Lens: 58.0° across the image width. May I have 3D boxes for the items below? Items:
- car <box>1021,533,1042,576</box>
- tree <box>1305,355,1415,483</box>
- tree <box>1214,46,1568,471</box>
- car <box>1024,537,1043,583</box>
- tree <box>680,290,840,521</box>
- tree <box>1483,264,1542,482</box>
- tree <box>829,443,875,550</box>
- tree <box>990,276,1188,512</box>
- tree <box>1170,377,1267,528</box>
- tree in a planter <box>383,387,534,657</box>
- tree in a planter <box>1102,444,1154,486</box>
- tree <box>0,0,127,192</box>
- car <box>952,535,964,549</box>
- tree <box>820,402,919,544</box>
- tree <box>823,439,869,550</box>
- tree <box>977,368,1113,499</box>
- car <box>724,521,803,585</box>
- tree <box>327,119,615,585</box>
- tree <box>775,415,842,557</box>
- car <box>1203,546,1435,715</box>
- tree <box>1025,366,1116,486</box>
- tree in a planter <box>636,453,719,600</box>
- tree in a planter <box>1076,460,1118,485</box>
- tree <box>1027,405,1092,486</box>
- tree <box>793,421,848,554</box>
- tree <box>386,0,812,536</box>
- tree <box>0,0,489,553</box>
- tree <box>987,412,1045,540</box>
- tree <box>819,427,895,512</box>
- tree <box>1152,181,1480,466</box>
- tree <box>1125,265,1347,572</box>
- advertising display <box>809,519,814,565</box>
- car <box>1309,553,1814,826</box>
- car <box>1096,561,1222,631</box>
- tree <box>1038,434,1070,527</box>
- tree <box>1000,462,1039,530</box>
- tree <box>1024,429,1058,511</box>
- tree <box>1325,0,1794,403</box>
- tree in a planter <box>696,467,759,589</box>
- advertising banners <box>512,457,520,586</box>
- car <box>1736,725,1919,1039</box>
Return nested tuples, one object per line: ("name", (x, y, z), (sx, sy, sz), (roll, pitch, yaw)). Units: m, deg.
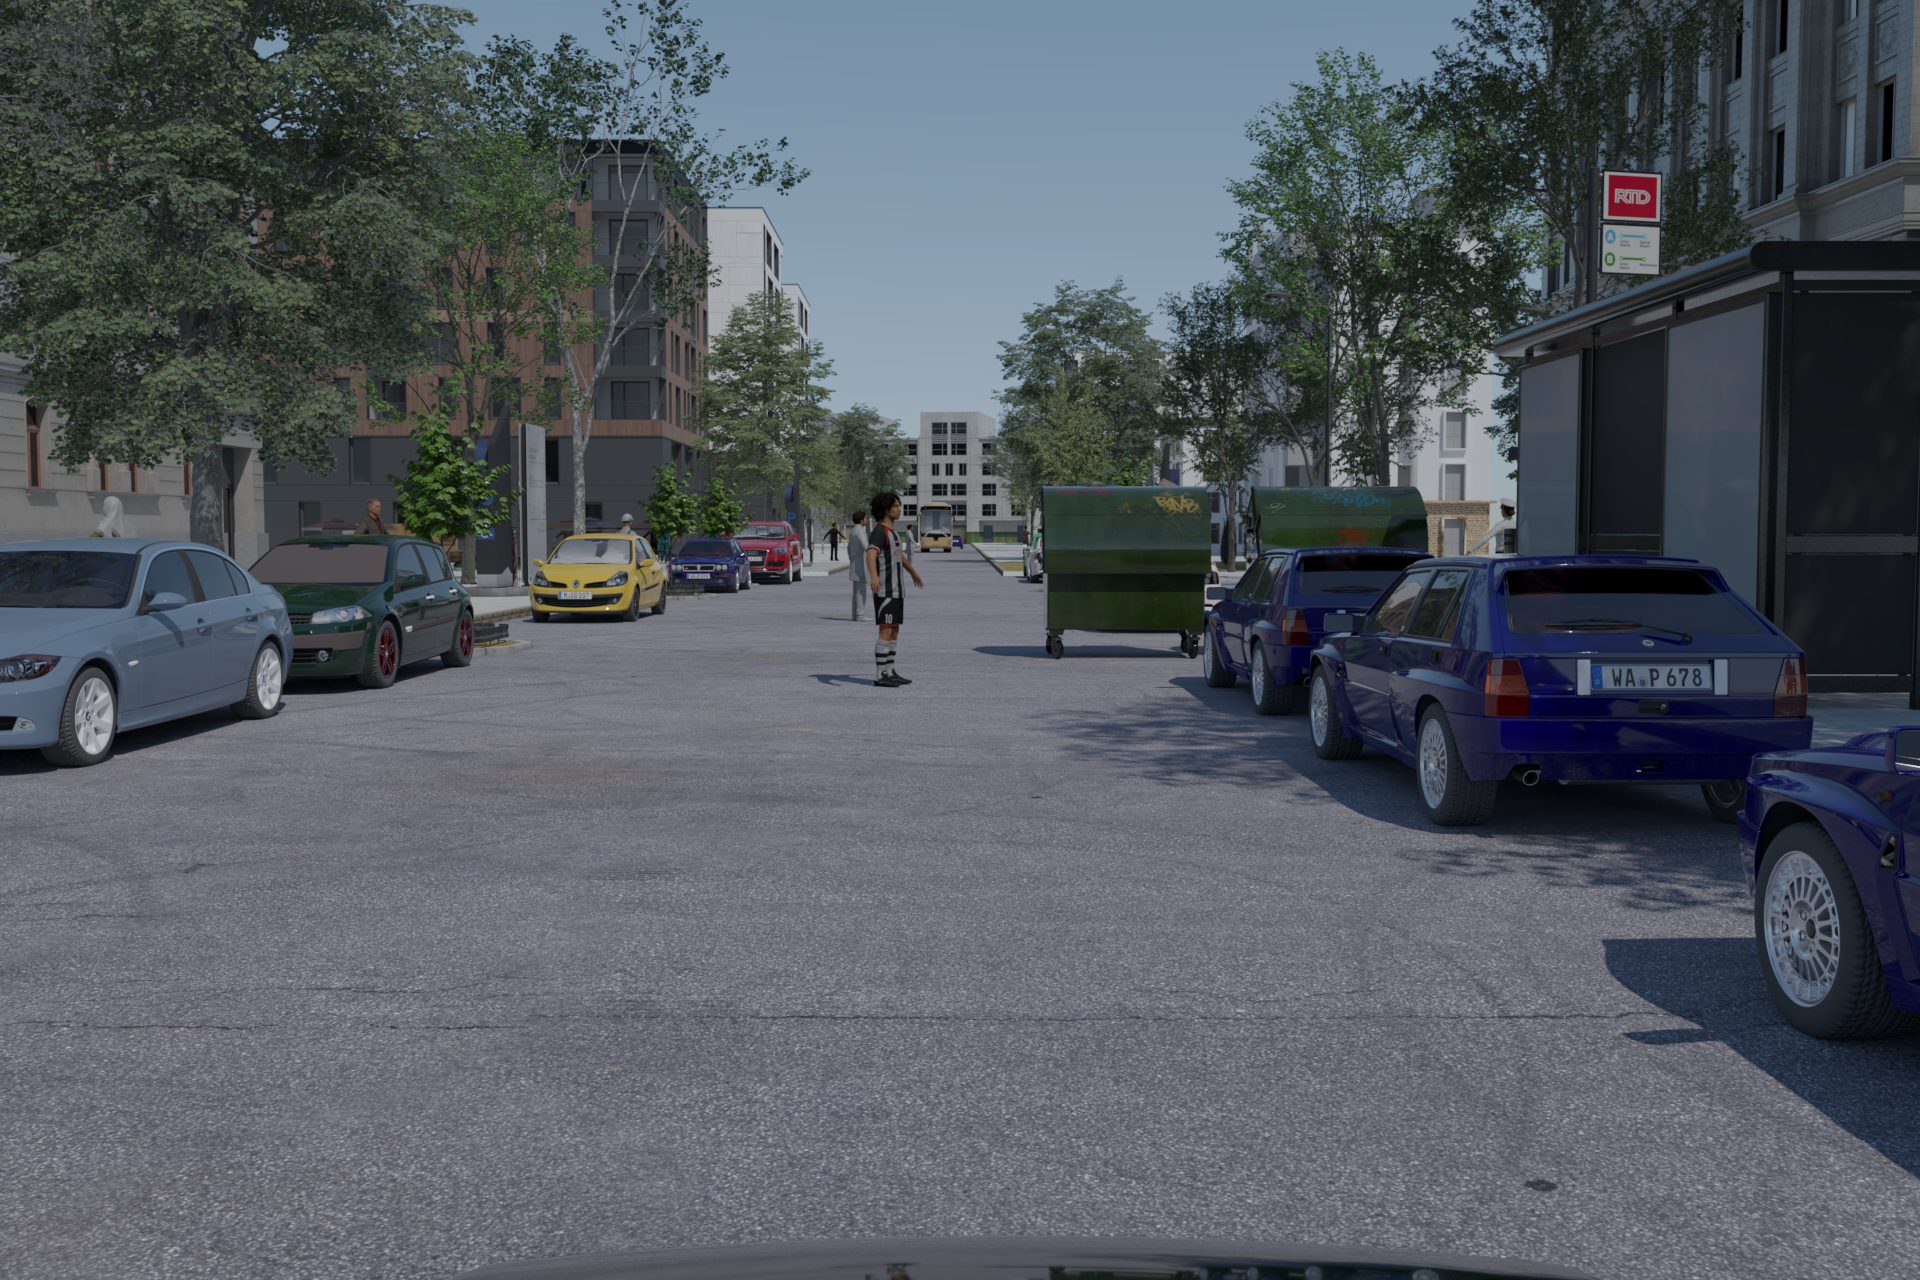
("car", (3.035, -2.975, 57.440), (1.959, 1.807, 4.718), (0, 4, -1))
("tree", (15.627, -7.110, 66.612), (4.737, 8.622, 4.395), (0, 3, 0))
("tree", (9.223, -6.864, 37.982), (9.928, 11.665, 9.643), (0, 3, 0))
("car", (2.973, -2.417, 51.874), (2.083, 1.381, 4.827), (0, 4, 0))
("tree", (-9.368, -9.975, 81.224), (7.486, 12.596, 7.792), (0, 3, 0))
("tree", (26.020, -10.053, 71.029), (9.857, 13.997, 8.962), (0, 3, 0))
("tree", (-9.627, -11.677, 141.274), (4.360, 8.622, 3.978), (0, 3, 0))
("tree", (6.431, -10.891, 84.730), (9.857, 13.997, 8.962), (0, 3, 0))
("tree", (11.250, -7.513, 73.206), (4.737, 8.622, 4.395), (0, 3, 0))
("tree in a planter", (-6.336, -1.463, 21.138), (1.991, 3.239, 1.994), (0, 3, 0))
("tree in a planter", (3.323, -2.277, 34.458), (1.991, 3.239, 1.994), (0, 4, 1))
("tree", (-12.350, -6.314, 13.611), (12.009, 13.543, 11.850), (0, 3, 0))
("car", (-0.551, -9.350, 165.455), (1.945, 1.354, 3.894), (0, 4, -1))
("tree", (-8.806, -15.834, 165.542), (9.857, 13.997, 8.962), (0, 3, 0))
("tree", (-9.744, -11.311, 135.304), (4.360, 8.622, 3.978), (0, 3, 0))
("tree", (6.471, -13.250, 127.007), (12.009, 13.543, 11.850), (0, 3, 0))
("car", (-5.787, -2.579, 50.837), (2.281, 1.827, 5.304), (0, 4, 0))
("tree", (-12.389, -7.217, 43.754), (9.928, 11.665, 9.643), (0, 3, 0))
("tree", (-8.817, -9.088, 98.946), (4.360, 8.622, 3.978), (0, 3, 0))
("car", (3.186, -0.150, 15.032), (1.945, 1.354, 3.894), (0, 4, -1))
("tree", (4.911, -7.647, 75.389), (4.737, 8.622, 4.395), (0, 3, 0))
("tree in a planter", (-6.414, -2.515, 38.347), (1.991, 3.239, 1.994), (0, 4, 1))
("tree in a planter", (3.322, -2.745, 42.103), (1.991, 3.239, 1.994), (0, 4, 0))
("tree", (5.966, -8.861, 95.233), (4.360, 8.622, 3.978), (0, 3, 0))
("tree", (-8.971, -9.825, 111.005), (4.737, 8.622, 4.395), (0, 3, 0))
("tree", (-11.671, -12.255, 56.263), (12.611, 20.169, 13.585), (0, 3, 0))
("tree", (-12.347, -7.419, 27.950), (9.857, 13.997, 8.962), (0, 3, 0))
("tree", (5.935, -13.028, 138.769), (9.928, 11.665, 9.643), (0, 3, 0))
("tree", (-9.123, -13.301, 151.884), (7.601, 10.594, 8.767), (0, 4, 2))
("tree", (9.371, -6.843, 46.298), (8.767, 10.594, 7.601), (0, 4, -3))
("tree", (9.350, -7.561, 58.042), (8.767, 10.594, 7.601), (3, 5, 41))
("advertising display", (-6.249, -4.137, 72.858), (0.123, 1.923, 0.974), (0, 4, 1))
("car", (3.156, 0.166, 9.858), (1.945, 1.354, 3.894), (0, 4, -1))
("car", (2.902, -0.895, 27.000), (2.083, 1.381, 4.827), (0, 4, -1))
("tree", (6.366, -9.566, 106.764), (4.737, 8.622, 4.395), (0, 3, 0))
("tree", (5.872, -12.775, 159.235), (4.737, 8.622, 4.395), (0, 3, 0))
("tree", (6.913, -10.248, 117.918), (4.360, 8.622, 3.978), (0, 3, 0))
("tree", (9.190, -5.632, 26.501), (7.601, 10.594, 8.767), (0, 4, -3))
("tree in a planter", (-6.419, -2.997, 46.217), (1.991, 3.239, 1.994), (0, 4, 1))
("advertising banners", (-10.025, -2.610, 38.862), (0.090, 3.025, 2.074), (0, 4, -1))
("car", (3.255, 0.539, 3.768), (1.945, 1.354, 3.894), (0, 3, 0))
